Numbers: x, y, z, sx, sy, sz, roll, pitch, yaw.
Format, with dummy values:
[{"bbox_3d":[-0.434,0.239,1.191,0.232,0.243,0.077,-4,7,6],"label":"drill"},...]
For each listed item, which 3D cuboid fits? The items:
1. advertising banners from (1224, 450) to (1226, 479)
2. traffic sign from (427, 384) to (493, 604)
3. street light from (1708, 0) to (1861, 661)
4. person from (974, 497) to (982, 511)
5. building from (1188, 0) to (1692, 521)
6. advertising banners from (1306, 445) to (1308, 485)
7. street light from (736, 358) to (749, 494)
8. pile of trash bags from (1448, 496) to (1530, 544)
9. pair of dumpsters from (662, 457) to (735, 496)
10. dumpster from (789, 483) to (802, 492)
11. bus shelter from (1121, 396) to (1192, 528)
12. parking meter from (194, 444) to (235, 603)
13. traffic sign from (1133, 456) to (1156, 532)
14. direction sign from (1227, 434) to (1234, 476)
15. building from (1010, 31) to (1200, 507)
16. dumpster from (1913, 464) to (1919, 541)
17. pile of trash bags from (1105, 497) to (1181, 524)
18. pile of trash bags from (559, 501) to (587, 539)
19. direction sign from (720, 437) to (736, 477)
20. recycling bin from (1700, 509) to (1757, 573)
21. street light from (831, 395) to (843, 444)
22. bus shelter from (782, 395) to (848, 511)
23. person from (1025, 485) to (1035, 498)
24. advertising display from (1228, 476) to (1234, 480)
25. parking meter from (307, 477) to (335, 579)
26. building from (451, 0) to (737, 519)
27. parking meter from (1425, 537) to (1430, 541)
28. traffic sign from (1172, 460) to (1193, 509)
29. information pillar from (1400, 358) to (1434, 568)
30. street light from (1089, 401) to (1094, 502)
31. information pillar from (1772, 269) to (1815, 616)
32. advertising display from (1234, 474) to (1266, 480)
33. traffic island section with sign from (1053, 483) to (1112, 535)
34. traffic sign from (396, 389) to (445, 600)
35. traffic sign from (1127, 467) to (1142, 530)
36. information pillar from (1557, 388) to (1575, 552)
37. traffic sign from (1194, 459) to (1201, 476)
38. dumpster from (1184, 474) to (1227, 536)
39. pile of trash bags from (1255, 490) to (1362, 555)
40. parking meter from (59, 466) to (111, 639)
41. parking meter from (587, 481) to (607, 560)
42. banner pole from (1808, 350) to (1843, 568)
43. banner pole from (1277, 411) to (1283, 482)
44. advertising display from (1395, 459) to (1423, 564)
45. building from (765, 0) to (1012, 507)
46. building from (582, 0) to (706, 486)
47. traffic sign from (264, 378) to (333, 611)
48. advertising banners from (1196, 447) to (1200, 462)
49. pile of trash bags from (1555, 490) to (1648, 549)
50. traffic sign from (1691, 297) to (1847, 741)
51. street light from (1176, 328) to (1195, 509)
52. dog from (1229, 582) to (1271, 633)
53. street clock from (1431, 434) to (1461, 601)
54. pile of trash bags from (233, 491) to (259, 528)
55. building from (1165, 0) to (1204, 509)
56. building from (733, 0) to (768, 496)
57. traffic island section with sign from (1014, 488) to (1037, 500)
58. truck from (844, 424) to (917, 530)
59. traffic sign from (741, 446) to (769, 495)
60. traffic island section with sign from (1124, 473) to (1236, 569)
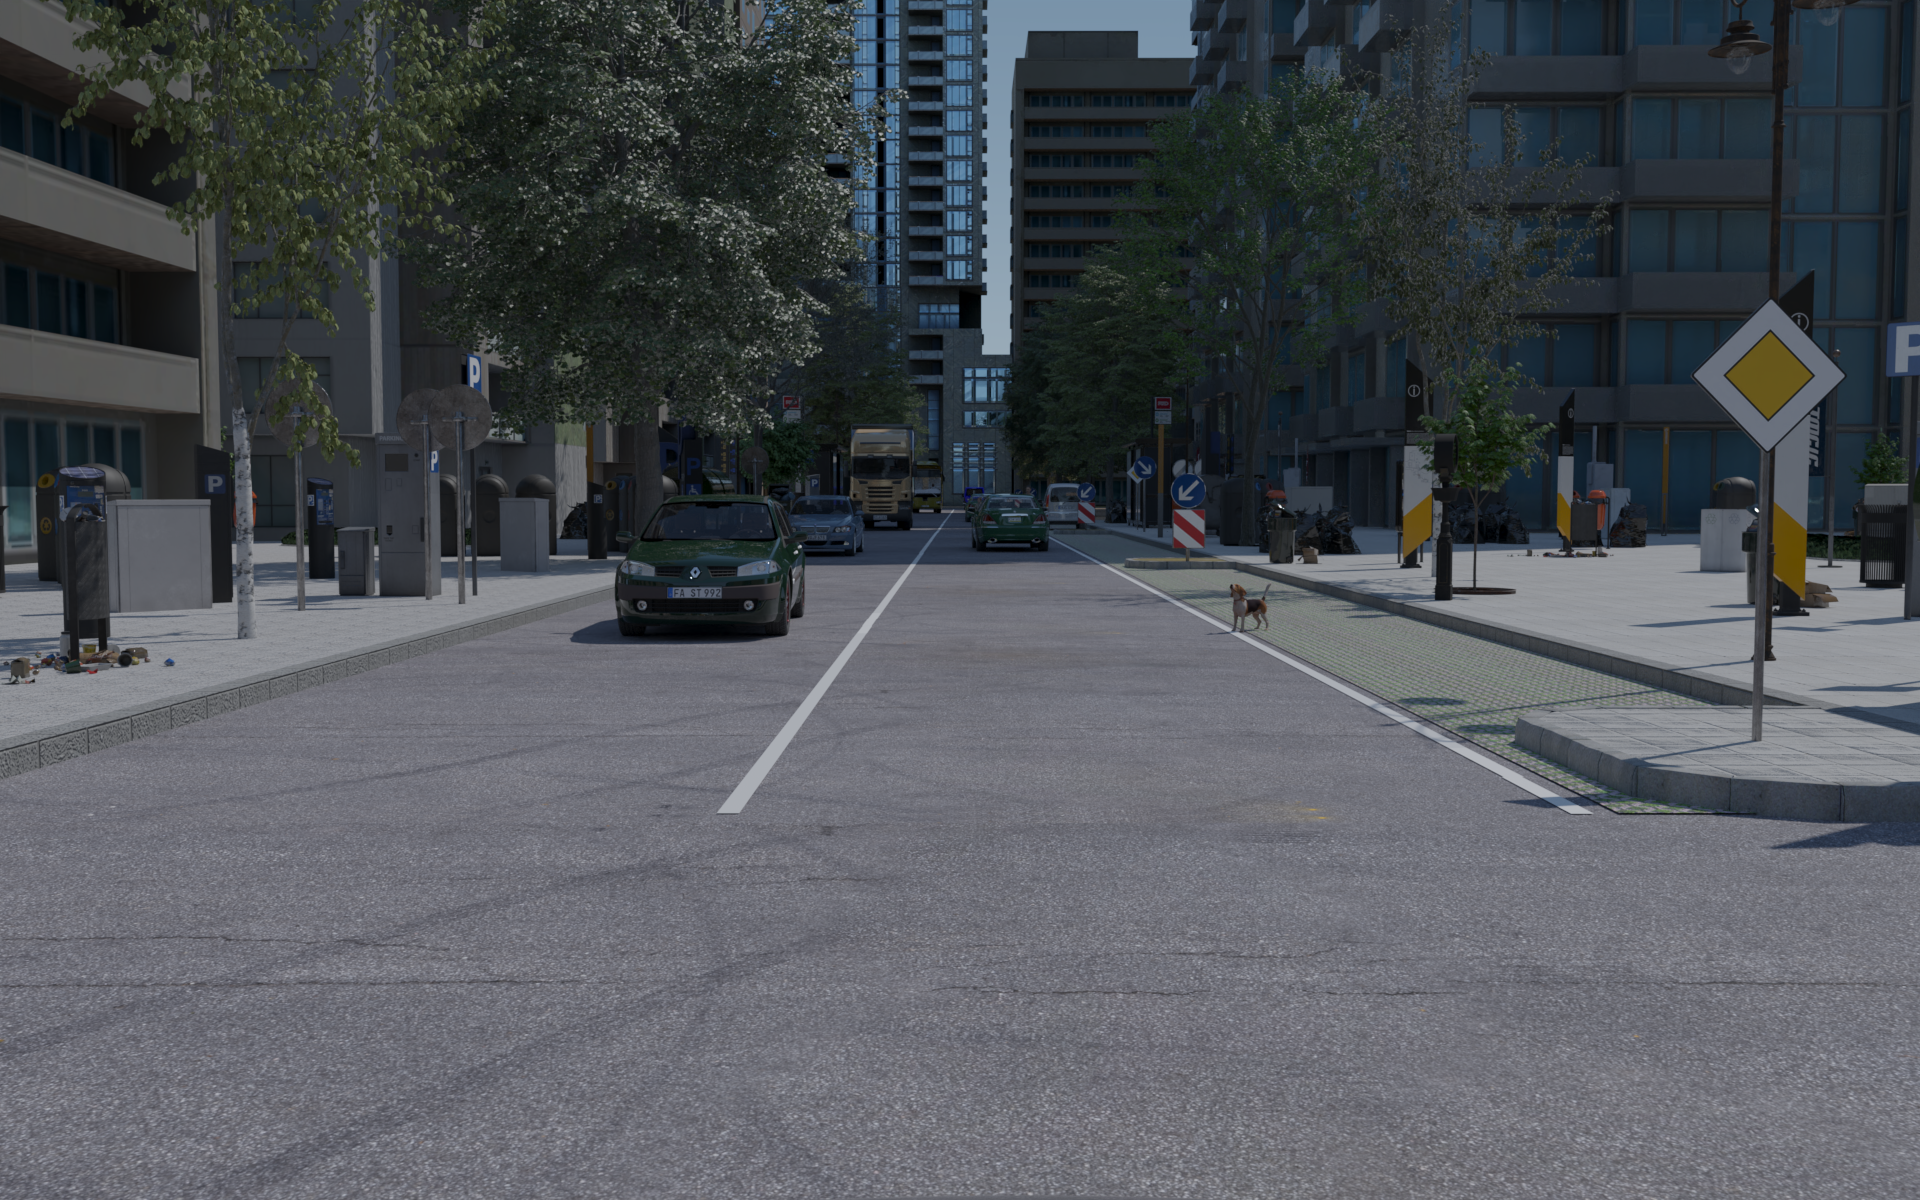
[{"bbox_3d":[10.438,-4.409,68.280,0.090,3.025,2.074,1,4,10],"label":"advertising banners"},{"bbox_3d":[-5.815,-1.225,20.141,0.768,2.556,0.104,0,4,3],"label":"traffic sign"},{"bbox_3d":[6.209,-2.472,13.203,0.468,5.910,1.993,0,4,0],"label":"street light"},{"bbox_3d":[0.829,-3.592,71.508,0.475,1.303,0.640,-1,4,-12],"label":"person"},{"bbox_3d":[26.054,-29.709,105.345,23.786,49.044,30.456,0,4,0],"label":"building"},{"bbox_3d":[12.571,-4.070,62.732,0.090,3.025,2.074,1,4,12],"label":"advertising banners"},{"bbox_3d":[-5.702,-4.382,44.440,0.468,5.910,1.993,0,4,0],"label":"street light"},{"bbox_3d":[14.316,-2.154,44.972,3.447,1.369,1.912,1,4,12],"label":"pile of trash bags"},{"bbox_3d":[-6.799,-2.562,44.377,1.574,2.255,4.437,0,4,0],"label":"pair of dumpsters"},{"bbox_3d":[-7.642,-4.584,80.700,1.264,1.857,1.865,0,4,0],"label":"dumpster"},{"bbox_3d":[7.630,-5.581,68.876,2.179,5.291,8.768,0,4,0],"label":"bus shelter"},{"bbox_3d":[-8.784,-0.900,20.431,0.399,1.863,0.255,-2,4,-33],"label":"parking meter"},{"bbox_3d":[6.226,-3.567,58.421,0.768,2.556,0.104,0,4,3],"label":"traffic sign"},{"bbox_3d":[10.212,-4.493,65.464,0.379,3.537,0.876,0,4,-6],"label":"direction sign"},{"bbox_3d":[16.101,-34.375,185.731,21.600,48.544,21.300,0,4,0],"label":"building"},{"bbox_3d":[6.722,-0.454,9.923,1.502,2.255,1.985,0,4,0],"label":"dumpster"},{"bbox_3d":[8.065,-4.048,75.942,3.447,1.369,1.912,1,4,9],"label":"pile of trash bags"},{"bbox_3d":[-10.208,-2.496,50.564,1.912,1.369,3.447,1,4,14],"label":"pile of trash bags"},{"bbox_3d":[-9.288,-4.738,69.464,0.876,3.537,0.379,3,5,40],"label":"direction sign"},{"bbox_3d":[12.770,-0.990,28.736,0.722,1.027,0.722,3,5,43],"label":"recycling bin"},{"bbox_3d":[-5.643,-6.531,79.570,0.468,5.910,1.993,0,4,0],"label":"street light"},{"bbox_3d":[-6.109,-5.838,73.083,2.179,5.291,8.768,0,4,0],"label":"bus shelter"},{"bbox_3d":[2.370,-3.150,60.757,0.760,1.731,0.466,2,4,35],"label":"person"},{"bbox_3d":[10.025,-3.459,61.768,0.974,1.923,0.123,1,4,10],"label":"advertising display"},{"bbox_3d":[-9.689,-1.092,26.264,0.372,1.533,0.369,0,3,0],"label":"parking meter"},{"bbox_3d":[-21.467,-25.786,105.197,14.154,41.232,14.086,0,4,0],"label":"building"},{"bbox_3d":[12.621,-2.368,47.131,0.372,1.533,0.369,0,3,0],"label":"parking meter"},{"bbox_3d":[8.244,-3.918,64.159,0.768,2.556,0.104,0,4,1],"label":"traffic sign"},{"bbox_3d":[7.905,-2.360,29.939,0.504,3.616,0.183,0,4,3],"label":"information pillar"},{"bbox_3d":[6.359,-6.783,83.695,0.468,5.910,1.993,0,4,0],"label":"street light"},{"bbox_3d":[8.669,-1.640,18.165,0.504,3.616,0.183,0,4,2],"label":"information pillar"},{"bbox_3d":[9.610,-3.177,57.155,0.974,1.923,0.123,2,4,31],"label":"advertising display"},{"bbox_3d":[4.333,-3.242,61.639,1.989,1.847,2.006,0,4,0],"label":"traffic island section with sign"},{"bbox_3d":[-6.446,-1.275,20.947,0.768,2.556,0.104,0,4,5],"label":"traffic sign"},{"bbox_3d":[6.329,-3.703,61.729,0.795,2.450,0.064,0,4,8],"label":"traffic sign"},{"bbox_3d":[13.408,-2.872,38.314,0.504,3.616,0.183,-3,5,-39],"label":"information pillar"},{"bbox_3d":[8.781,-3.801,62.255,0.768,2.556,0.104,0,4,1],"label":"traffic sign"},{"bbox_3d":[7.351,-2.809,51.681,1.264,1.857,1.865,0,3,0],"label":"dumpster"},{"bbox_3d":[7.404,-1.731,38.060,1.912,1.369,3.447,-1,4,-10],"label":"pile of trash bags"},{"bbox_3d":[-7.807,-0.431,15.451,0.372,1.533,0.369,0,3,0],"label":"parking meter"},{"bbox_3d":[-7.137,-1.569,34.069,0.372,1.533,0.369,0,3,0],"label":"parking meter"},{"bbox_3d":[15.100,-2.468,30.374,0.401,3.779,0.863,-2,4,-30],"label":"banner pole"},{"bbox_3d":[9.625,-3.807,52.256,0.401,3.779,0.863,1,4,16],"label":"banner pole"},{"bbox_3d":[8.387,-1.650,32.187,0.123,1.923,0.974,3,5,43],"label":"advertising display"},{"bbox_3d":[-10.201,-53.296,184.067,31.000,86.520,22.319,0,4,0],"label":"building"},{"bbox_3d":[-21.488,-19.537,91.127,14.160,30.474,14.107,0,4,0],"label":"building"},{"bbox_3d":[-7.240,-1.154,18.967,0.768,2.556,0.104,0,4,4],"label":"traffic sign"},{"bbox_3d":[8.886,-4.116,63.486,0.090,3.025,2.074,0,4,-4],"label":"advertising banners"},{"bbox_3d":[15.550,-1.958,41.763,1.912,1.369,3.447,2,4,26],"label":"pile of trash bags"},{"bbox_3d":[4.140,-0.324,8.943,0.795,2.450,0.064,0,4,0],"label":"traffic sign"},{"bbox_3d":[6.317,-4.610,48.163,0.468,5.910,1.993,0,4,0],"label":"street light"},{"bbox_3d":[3.025,0.076,18.041,0.406,0.507,0.540,1,4,12],"label":"dog"},{"bbox_3d":[5.848,-0.998,20.880,0.358,2.002,0.471,2,4,24],"label":"street clock"},{"bbox_3d":[-18.097,-1.864,40.237,3.447,1.369,1.912,-3,4,-38],"label":"pile of trash bags"},{"bbox_3d":[26.598,-50.287,134.870,22.319,86.520,31.000,0,4,0],"label":"building"},{"bbox_3d":[-21.057,-28.699,119.335,14.600,45.320,14.200,0,4,0],"label":"building"},{"bbox_3d":[4.483,-6.297,111.576,1.989,1.847,2.006,0,4,0],"label":"traffic island section with sign"},{"bbox_3d":[-3.151,-5.056,71.584,2.839,4.237,11.283,0,4,-1],"label":"truck"},{"bbox_3d":[-5.484,-2.825,46.290,0.768,2.556,0.104,0,4,7],"label":"traffic sign"},{"bbox_3d":[4.235,-1.531,33.666,1.989,1.847,2.006,0,4,0],"label":"traffic island section with sign"}]
